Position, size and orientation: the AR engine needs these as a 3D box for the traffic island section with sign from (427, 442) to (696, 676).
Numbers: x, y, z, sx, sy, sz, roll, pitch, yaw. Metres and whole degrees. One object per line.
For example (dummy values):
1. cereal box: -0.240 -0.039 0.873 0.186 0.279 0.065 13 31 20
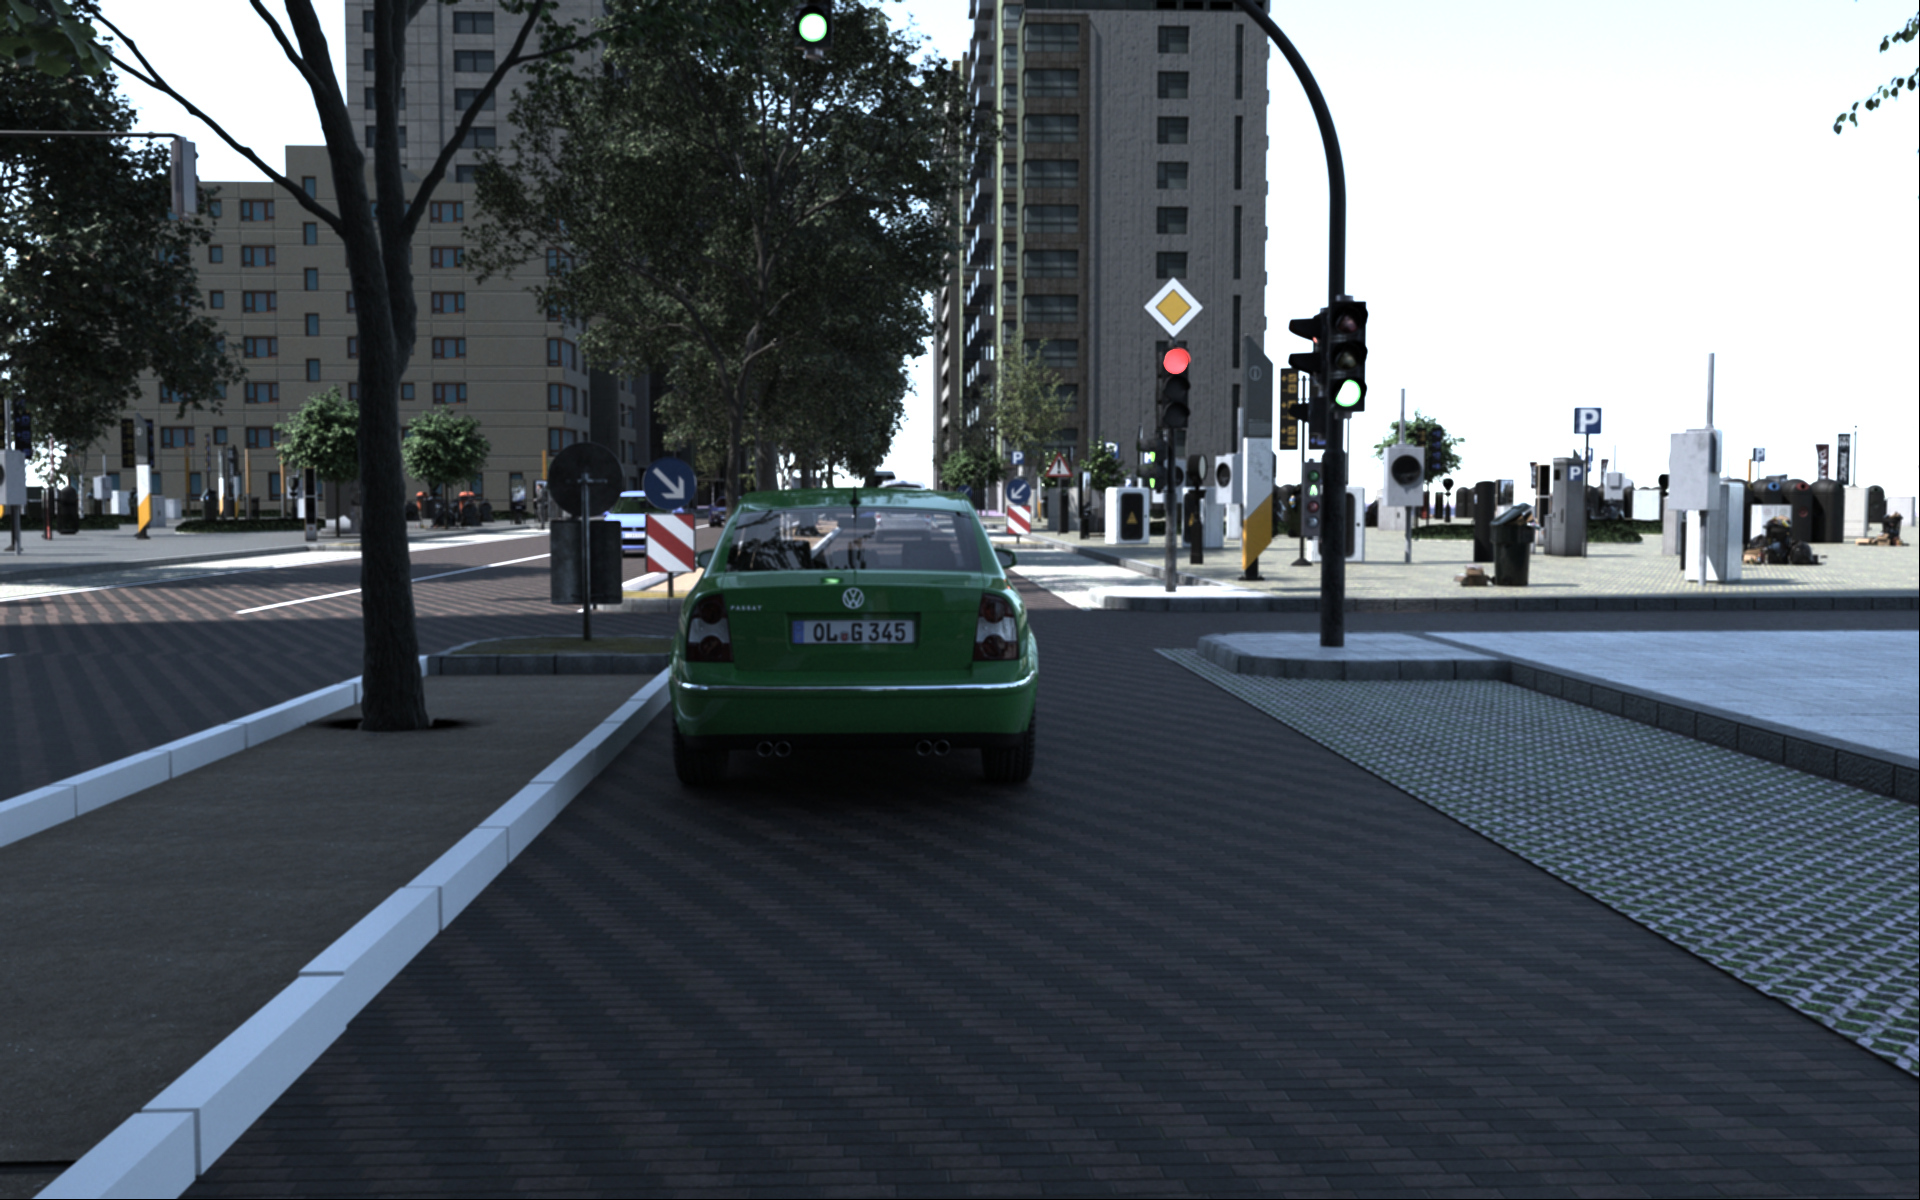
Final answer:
1. traffic island section with sign: -3.257 -0.395 14.596 2.006 1.907 1.989 0 4 -3

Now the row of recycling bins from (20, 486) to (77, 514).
1. row of recycling bins: -46.663 -4.978 88.499 3.534 1.692 1.069 1 4 17

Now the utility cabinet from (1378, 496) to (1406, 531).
1. utility cabinet: 15.153 -3.021 60.555 1.020 1.237 0.306 1 4 23

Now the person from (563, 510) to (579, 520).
1. person: -9.698 -2.123 43.401 0.537 1.800 0.526 -2 4 -27

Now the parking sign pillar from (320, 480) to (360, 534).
1. parking sign pillar: -19.869 -4.116 55.771 1.447 3.967 1.447 2 4 32

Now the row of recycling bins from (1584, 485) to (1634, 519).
1. row of recycling bins: 28.481 -4.317 77.698 3.534 1.692 1.069 -2 4 -30

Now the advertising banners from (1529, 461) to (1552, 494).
1. advertising banners: 31.418 -5.915 92.902 2.074 3.025 0.090 -1 4 -13

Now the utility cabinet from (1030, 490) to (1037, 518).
1. utility cabinet: 3.528 -5.100 92.061 1.173 1.500 0.318 3 4 37

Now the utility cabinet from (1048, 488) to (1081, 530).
1. utility cabinet: 3.663 -3.177 60.624 1.173 1.500 0.318 2 4 31

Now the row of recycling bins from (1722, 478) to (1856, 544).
1. row of recycling bins: 21.379 -2.329 45.200 3.534 1.692 1.069 -1 4 -13

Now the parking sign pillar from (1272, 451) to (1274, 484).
1. parking sign pillar: 13.583 -5.479 78.046 1.447 3.967 1.447 -2 4 -29

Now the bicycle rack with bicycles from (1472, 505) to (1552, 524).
1. bicycle rack with bicycles: 17.824 -2.558 55.205 2.925 0.926 2.852 1 4 18

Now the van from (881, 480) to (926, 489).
1. van: -1.703 -2.726 51.575 2.013 2.044 4.112 0 4 -2

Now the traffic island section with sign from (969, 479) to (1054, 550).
1. traffic island section with sign: 1.362 -2.244 45.319 1.989 1.847 2.006 0 4 -3

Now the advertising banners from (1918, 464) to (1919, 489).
1. advertising banners: 56.029 -6.337 99.800 0.090 3.025 2.074 -1 4 -18

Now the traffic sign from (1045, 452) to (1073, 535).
1. traffic sign: 3.070 -3.285 53.719 0.884 2.594 0.081 0 4 0

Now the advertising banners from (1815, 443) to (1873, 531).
1. advertising banners: 30.563 -3.900 59.954 2.074 3.025 0.090 0 4 -2

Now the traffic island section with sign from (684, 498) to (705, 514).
1. traffic island section with sign: -18.996 -6.912 121.645 1.989 1.847 2.006 0 4 -3

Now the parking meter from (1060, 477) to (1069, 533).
1. parking meter: 3.390 -3.117 56.682 0.255 1.863 0.399 -1 4 -12

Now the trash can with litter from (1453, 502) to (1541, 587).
1. trash can with litter: 7.467 -0.777 24.088 1.055 1.170 0.624 0 4 -5

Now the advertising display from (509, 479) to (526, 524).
1. advertising display: -18.745 -4.171 73.414 0.123 1.923 0.974 2 4 24

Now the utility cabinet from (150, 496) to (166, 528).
1. utility cabinet: -30.794 -3.357 66.045 0.306 1.237 1.020 2 4 24

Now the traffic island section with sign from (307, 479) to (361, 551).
1. traffic island section with sign: -15.269 -2.159 43.927 1.989 1.847 2.006 0 4 -3

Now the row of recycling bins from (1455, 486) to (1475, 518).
1. row of recycling bins: 27.895 -5.214 92.363 1.069 1.692 3.534 -2 4 -34

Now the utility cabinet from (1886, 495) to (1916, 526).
1. utility cabinet: 37.592 -3.548 69.173 0.306 1.237 1.020 -2 4 -35

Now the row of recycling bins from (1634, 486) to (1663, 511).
1. row of recycling bins: 35.665 -5.146 91.247 3.534 1.692 1.069 -1 4 -18

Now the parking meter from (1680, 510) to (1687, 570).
1. parking meter: 12.367 -1.272 29.210 0.372 1.533 0.369 0 3 0

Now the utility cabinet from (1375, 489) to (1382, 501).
1. utility cabinet: 18.140 -3.939 73.085 1.173 1.500 0.318 3 5 39

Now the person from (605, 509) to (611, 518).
1. person: -16.485 -4.461 81.613 0.709 1.800 0.728 2 4 33

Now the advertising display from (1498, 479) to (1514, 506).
1. advertising display: 23.078 -4.160 73.229 0.974 1.923 0.123 -3 4 -37

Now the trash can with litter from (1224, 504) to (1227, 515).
1. trash can with litter: 9.113 -2.735 56.108 1.055 1.170 0.624 0 4 1

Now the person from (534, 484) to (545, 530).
1. person: -16.717 -3.703 68.852 0.447 1.846 0.655 -1 4 -9

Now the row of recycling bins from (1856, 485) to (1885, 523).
1. row of recycling bins: 39.518 -4.313 77.630 3.534 1.692 1.069 3 5 43

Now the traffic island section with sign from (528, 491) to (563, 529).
1. traffic island section with sign: -16.577 -3.825 71.173 1.989 1.847 2.006 0 4 -3

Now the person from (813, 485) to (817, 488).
1. person: -6.557 -4.266 78.259 0.555 1.821 0.388 -1 4 -22

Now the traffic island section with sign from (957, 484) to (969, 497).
1. traffic island section with sign: 0.054 -3.891 72.242 1.989 1.847 2.006 0 4 -3

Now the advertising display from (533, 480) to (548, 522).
1. advertising display: -19.031 -4.490 78.619 0.123 1.923 0.974 1 4 20

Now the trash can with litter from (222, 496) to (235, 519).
1. trash can with litter: -31.132 -3.791 73.040 2.233 1.210 1.678 0 4 8

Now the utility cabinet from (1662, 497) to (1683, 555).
1. utility cabinet: 15.262 -1.583 37.045 0.306 1.237 1.020 2 4 29

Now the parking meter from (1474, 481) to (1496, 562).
1. parking meter: 9.917 -1.488 32.738 0.372 1.533 0.369 0 3 0

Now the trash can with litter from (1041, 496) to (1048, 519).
1. trash can with litter: 4.600 -4.830 90.364 0.624 1.170 1.055 1 4 18

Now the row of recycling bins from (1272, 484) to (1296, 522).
1. row of recycling bins: 12.880 -3.812 69.445 1.069 1.692 3.534 -3 5 -39

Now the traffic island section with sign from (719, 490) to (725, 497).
1. traffic island section with sign: -20.283 -8.559 148.569 1.989 1.847 2.006 0 4 -3

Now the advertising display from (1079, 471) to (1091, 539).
1. advertising display: 3.554 -2.696 49.292 0.123 1.923 0.974 1 4 18

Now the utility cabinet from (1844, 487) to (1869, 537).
1. utility cabinet: 26.123 -2.596 51.121 1.173 1.500 0.318 3 5 43

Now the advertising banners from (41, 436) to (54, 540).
1. advertising banners: -25.539 -3.198 48.480 0.090 3.025 2.074 -3 4 -36

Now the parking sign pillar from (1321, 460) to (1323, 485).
1. parking sign pillar: 20.387 -6.546 95.496 1.447 3.967 1.447 -2 4 -24

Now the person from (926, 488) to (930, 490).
1. person: -1.378 -4.199 77.988 0.563 1.720 0.643 -3 5 -44

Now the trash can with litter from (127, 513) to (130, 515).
1. trash can with litter: -41.209 -4.600 86.591 0.624 1.170 1.055 3 5 44

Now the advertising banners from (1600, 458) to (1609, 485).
1. advertising banners: 30.966 -5.427 84.922 2.074 3.025 0.090 -1 4 -19

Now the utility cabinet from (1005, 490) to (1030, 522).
1. utility cabinet: 2.534 -4.282 78.695 0.318 1.500 1.173 -3 5 -39

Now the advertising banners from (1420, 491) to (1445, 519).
1. advertising banners: 23.714 -5.622 88.114 2.074 3.025 0.090 -1 4 -10
